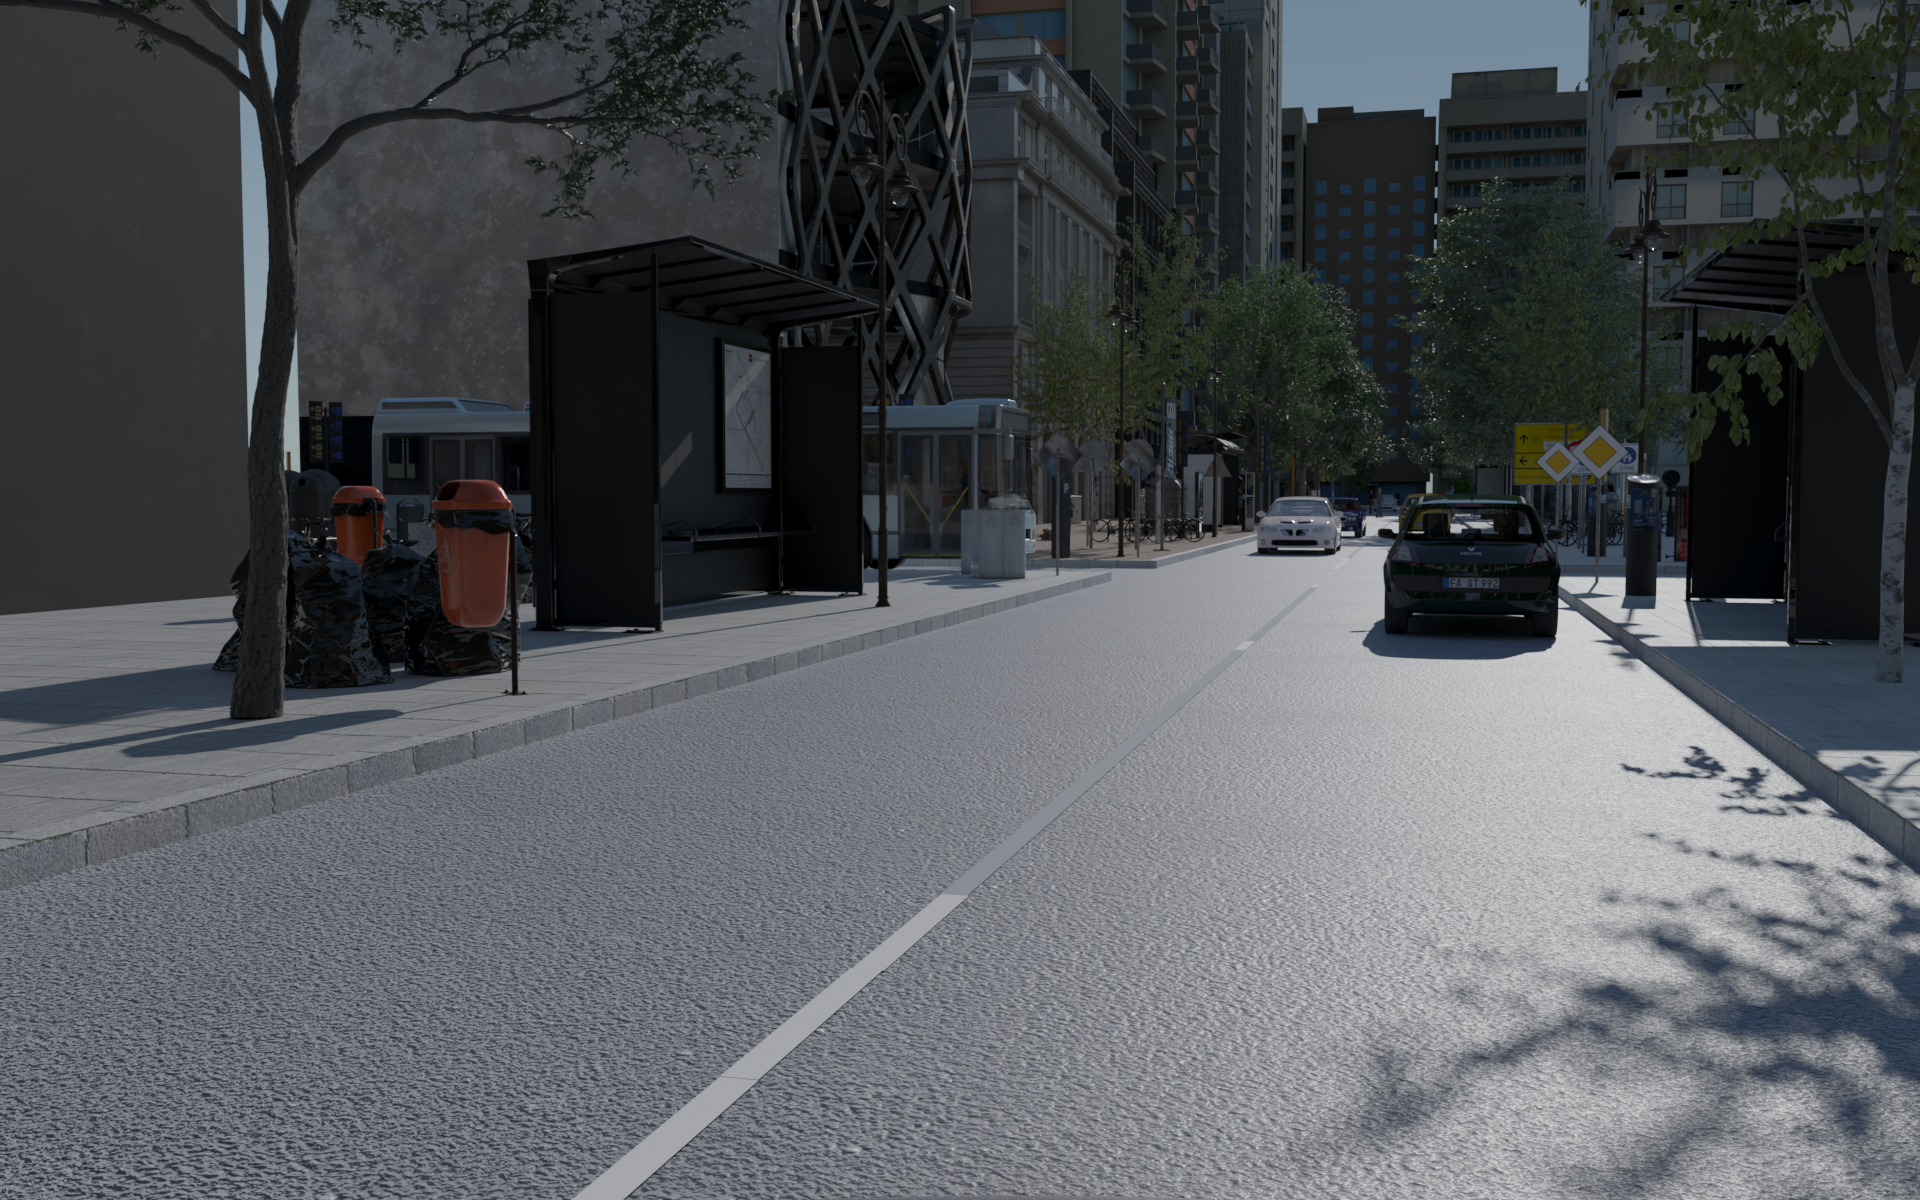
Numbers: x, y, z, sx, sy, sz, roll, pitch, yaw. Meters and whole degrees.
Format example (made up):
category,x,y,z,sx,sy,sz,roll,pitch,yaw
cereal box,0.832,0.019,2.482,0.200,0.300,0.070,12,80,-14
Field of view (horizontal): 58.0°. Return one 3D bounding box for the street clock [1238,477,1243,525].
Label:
category,x,y,z,sx,sy,sz,roll,pitch,yaw
street clock,11.355,-4.064,71.022,0.471,2.002,0.358,2,4,35

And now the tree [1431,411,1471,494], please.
category,x,y,z,sx,sy,sz,roll,pitch,yaw
tree,41.657,-13.250,142.396,9.928,11.665,9.643,0,3,0

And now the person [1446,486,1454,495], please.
category,x,y,z,sx,sy,sz,roll,pitch,yaw
person,21.229,-4.052,75.090,0.444,1.785,0.601,-1,4,-21

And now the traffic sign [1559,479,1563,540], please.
category,x,y,z,sx,sy,sz,roll,pitch,yaw
traffic sign,16.884,-2.970,48.662,0.768,2.556,0.104,2,4,24

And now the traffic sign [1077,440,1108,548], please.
category,x,y,z,sx,sy,sz,roll,pitch,yaw
traffic sign,3.100,-2.494,40.887,0.768,2.556,0.104,1,4,21

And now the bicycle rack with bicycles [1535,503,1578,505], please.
category,x,y,z,sx,sy,sz,roll,pitch,yaw
bicycle rack with bicycles,21.711,-2.940,61.451,2.852,0.926,2.925,-3,5,-44

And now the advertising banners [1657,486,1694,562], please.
category,x,y,z,sx,sy,sz,roll,pitch,yaw
advertising banners,13.747,-2.239,32.788,2.074,3.025,0.090,-1,4,-11

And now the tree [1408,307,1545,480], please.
category,x,y,z,sx,sy,sz,roll,pitch,yaw
tree,31.605,-11.492,104.901,9.611,12.733,9.660,0,3,0

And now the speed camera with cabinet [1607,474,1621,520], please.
category,x,y,z,sx,sy,sz,roll,pitch,yaw
speed camera with cabinet,30.910,-5.281,80.684,2.038,3.252,0.660,-3,4,-38

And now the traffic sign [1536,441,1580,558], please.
category,x,y,z,sx,sy,sz,roll,pitch,yaw
traffic sign,11.320,-1.785,32.832,0.795,2.450,0.064,1,4,15

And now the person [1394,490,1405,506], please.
category,x,y,z,sx,sy,sz,roll,pitch,yaw
person,40.176,-9.164,158.858,1.217,1.766,0.721,2,4,33

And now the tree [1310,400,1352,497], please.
category,x,y,z,sx,sy,sz,roll,pitch,yaw
tree,25.611,-10.329,119.236,4.360,8.622,3.978,0,3,0

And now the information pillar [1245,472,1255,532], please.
category,x,y,z,sx,sy,sz,roll,pitch,yaw
information pillar,9.867,-3.330,58.935,0.304,2.012,0.304,1,4,11

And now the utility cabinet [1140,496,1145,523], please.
category,x,y,z,sx,sy,sz,roll,pitch,yaw
utility cabinet,8.376,-3.979,76.210,1.020,1.237,0.306,-1,4,-21

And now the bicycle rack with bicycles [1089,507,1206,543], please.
category,x,y,z,sx,sy,sz,roll,pitch,yaw
bicycle rack with bicycles,5.211,-2.027,46.522,2.925,0.926,2.852,2,4,26

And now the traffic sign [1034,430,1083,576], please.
category,x,y,z,sx,sy,sz,roll,pitch,yaw
traffic sign,1.538,-1.441,27.196,0.795,2.450,0.064,1,4,15

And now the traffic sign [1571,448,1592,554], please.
category,x,y,z,sx,sy,sz,roll,pitch,yaw
traffic sign,13.416,-2.146,37.220,0.606,2.300,0.079,1,4,22

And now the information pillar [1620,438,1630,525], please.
category,x,y,z,sx,sy,sz,roll,pitch,yaw
information pillar,27.665,-4.933,72.009,0.504,3.616,0.183,-2,4,-33

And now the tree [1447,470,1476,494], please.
category,x,y,z,sx,sy,sz,roll,pitch,yaw
tree,35.228,-7.722,120.852,1.663,3.219,1.824,0,3,0

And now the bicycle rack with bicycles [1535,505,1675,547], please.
category,x,y,z,sx,sy,sz,roll,pitch,yaw
bicycle rack with bicycles,15.894,-1.835,43.389,2.925,0.926,2.852,0,4,-4

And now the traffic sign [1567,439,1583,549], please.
category,x,y,z,sx,sy,sz,roll,pitch,yaw
traffic sign,14.486,-2.467,40.440,0.768,2.556,0.104,1,4,17

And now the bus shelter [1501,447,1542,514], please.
category,x,y,z,sx,sy,sz,roll,pitch,yaw
bus shelter,25.506,-6.125,77.770,2.179,5.291,8.768,1,4,15

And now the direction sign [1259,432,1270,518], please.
category,x,y,z,sx,sy,sz,roll,pitch,yaw
direction sign,11.193,-4.386,63.700,0.379,3.537,0.876,2,4,33

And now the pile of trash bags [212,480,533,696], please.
category,x,y,z,sx,sy,sz,roll,pitch,yaw
pile of trash bags,-3.886,-0.141,12.064,1.912,1.369,3.447,-3,4,-37

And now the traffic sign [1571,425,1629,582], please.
category,x,y,z,sx,sy,sz,roll,pitch,yaw
traffic sign,9.256,-1.313,25.118,0.795,2.450,0.064,1,4,15

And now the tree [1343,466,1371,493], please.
category,x,y,z,sx,sy,sz,roll,pitch,yaw
tree,41.510,-12.158,182.498,4.285,4.588,4.351,0,3,0

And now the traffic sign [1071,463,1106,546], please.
category,x,y,z,sx,sy,sz,roll,pitch,yaw
traffic sign,3.127,-2.589,42.338,0.884,2.594,0.081,2,4,24

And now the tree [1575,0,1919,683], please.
category,x,y,z,sx,sy,sz,roll,pitch,yaw
tree,6.389,-3.759,11.823,4.737,8.622,4.395,0,3,0

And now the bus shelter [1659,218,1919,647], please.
category,x,y,z,sx,sy,sz,roll,pitch,yaw
bus shelter,8.383,-1.608,17.575,1.731,3.624,6.357,1,4,15

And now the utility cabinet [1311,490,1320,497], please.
category,x,y,z,sx,sy,sz,roll,pitch,yaw
utility cabinet,21.859,-6.031,107.285,0.318,1.500,1.173,3,5,41

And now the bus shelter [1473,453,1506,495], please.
category,x,y,z,sx,sy,sz,roll,pitch,yaw
bus shelter,26.878,-5.707,87.241,2.014,3.302,5.546,1,4,15

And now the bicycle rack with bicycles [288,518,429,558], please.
category,x,y,z,sx,sy,sz,roll,pitch,yaw
bicycle rack with bicycles,-8.984,-0.748,25.615,2.852,0.926,2.925,1,4,11

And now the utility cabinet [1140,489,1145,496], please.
category,x,y,z,sx,sy,sz,roll,pitch,yaw
utility cabinet,8.418,-4.221,77.691,0.318,1.500,1.173,3,5,44

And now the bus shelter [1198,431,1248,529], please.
category,x,y,z,sx,sy,sz,roll,pitch,yaw
bus shelter,10.041,-4.659,67.461,1.731,3.624,6.357,1,4,15

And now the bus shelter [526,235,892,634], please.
category,x,y,z,sx,sy,sz,roll,pitch,yaw
bus shelter,-2.481,-1.694,18.983,1.731,3.624,6.357,1,4,15

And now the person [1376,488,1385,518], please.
category,x,y,z,sx,sy,sz,roll,pitch,yaw
person,25.575,-5.906,105.240,0.590,1.801,0.661,1,4,21

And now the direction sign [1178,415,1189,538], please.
category,x,y,z,sx,sy,sz,roll,pitch,yaw
direction sign,6.451,-3.559,50.193,0.379,3.537,0.876,-1,4,-10

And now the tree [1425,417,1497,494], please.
category,x,y,z,sx,sy,sz,roll,pitch,yaw
tree,44.431,-13.338,152.495,7.601,10.594,8.767,3,4,37

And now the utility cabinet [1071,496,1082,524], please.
category,x,y,z,sx,sy,sz,roll,pitch,yaw
utility cabinet,4.739,-3.796,73.227,0.306,1.237,1.020,3,4,38

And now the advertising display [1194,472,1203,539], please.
category,x,y,z,sx,sy,sz,roll,pitch,yaw
advertising display,6.931,-2.755,50.263,0.123,1.923,0.974,1,4,15

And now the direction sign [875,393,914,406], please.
category,x,y,z,sx,sy,sz,roll,pitch,yaw
direction sign,-1.474,-2.885,39.162,0.876,3.537,0.379,-1,4,-15

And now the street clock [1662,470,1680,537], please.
category,x,y,z,sx,sy,sz,roll,pitch,yaw
street clock,21.282,-2.893,51.873,0.471,2.002,0.358,0,4,3

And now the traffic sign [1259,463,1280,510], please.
category,x,y,z,sx,sy,sz,roll,pitch,yaw
traffic sign,12.608,-4.320,70.629,0.884,2.594,0.081,2,4,23

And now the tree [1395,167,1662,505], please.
category,x,y,z,sx,sy,sz,roll,pitch,yaw
tree,22.008,-9.825,67.293,9.857,13.997,8.962,0,3,0

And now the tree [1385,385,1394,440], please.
category,x,y,z,sx,sy,sz,roll,pitch,yaw
tree,28.230,-12.413,128.700,9.928,11.665,9.643,0,3,0

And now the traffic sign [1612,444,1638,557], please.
category,x,y,z,sx,sy,sz,roll,pitch,yaw
traffic sign,13.466,-2.012,35.033,0.606,2.300,0.079,1,4,15

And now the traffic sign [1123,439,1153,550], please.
category,x,y,z,sx,sy,sz,roll,pitch,yaw
traffic sign,4.079,-2.440,39.994,0.768,2.556,0.104,2,4,25

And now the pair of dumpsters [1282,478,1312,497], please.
category,x,y,z,sx,sy,sz,roll,pitch,yaw
pair of dumpsters,19.657,-6.034,101.153,1.574,2.255,4.437,1,4,15

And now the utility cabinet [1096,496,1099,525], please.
category,x,y,z,sx,sy,sz,roll,pitch,yaw
utility cabinet,5.620,-3.722,72.013,0.306,1.237,1.020,0,4,4

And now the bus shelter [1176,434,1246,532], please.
category,x,y,z,sx,sy,sz,roll,pitch,yaw
bus shelter,8.769,-4.105,61.042,2.014,3.302,5.546,1,4,15

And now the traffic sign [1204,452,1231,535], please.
category,x,y,z,sx,sy,sz,roll,pitch,yaw
traffic sign,7.973,-3.286,53.723,0.884,2.594,0.081,2,4,25

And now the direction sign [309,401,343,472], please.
category,x,y,z,sx,sy,sz,roll,pitch,yaw
direction sign,-15.509,-3.085,42.431,0.379,3.537,0.876,3,4,39

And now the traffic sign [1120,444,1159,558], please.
category,x,y,z,sx,sy,sz,roll,pitch,yaw
traffic sign,3.601,-1.912,34.911,0.795,2.450,0.064,1,4,15

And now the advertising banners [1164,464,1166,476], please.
category,x,y,z,sx,sy,sz,roll,pitch,yaw
advertising banners,12.562,-6.331,99.704,2.074,3.025,0.090,2,4,30

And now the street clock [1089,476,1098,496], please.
category,x,y,z,sx,sy,sz,roll,pitch,yaw
street clock,5.381,-3.988,69.768,0.358,2.002,0.471,1,4,9

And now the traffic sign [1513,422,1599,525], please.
category,x,y,z,sx,sy,sz,roll,pitch,yaw
traffic sign,16.873,-3.379,49.117,2.265,3.308,0.079,1,4,23

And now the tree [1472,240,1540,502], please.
category,x,y,z,sx,sy,sz,roll,pitch,yaw
tree,16.282,-5.815,45.437,4.737,8.622,4.395,0,3,0

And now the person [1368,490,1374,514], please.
category,x,y,z,sx,sy,sz,roll,pitch,yaw
person,29.050,-6.898,122.113,0.721,1.723,1.217,1,4,18
